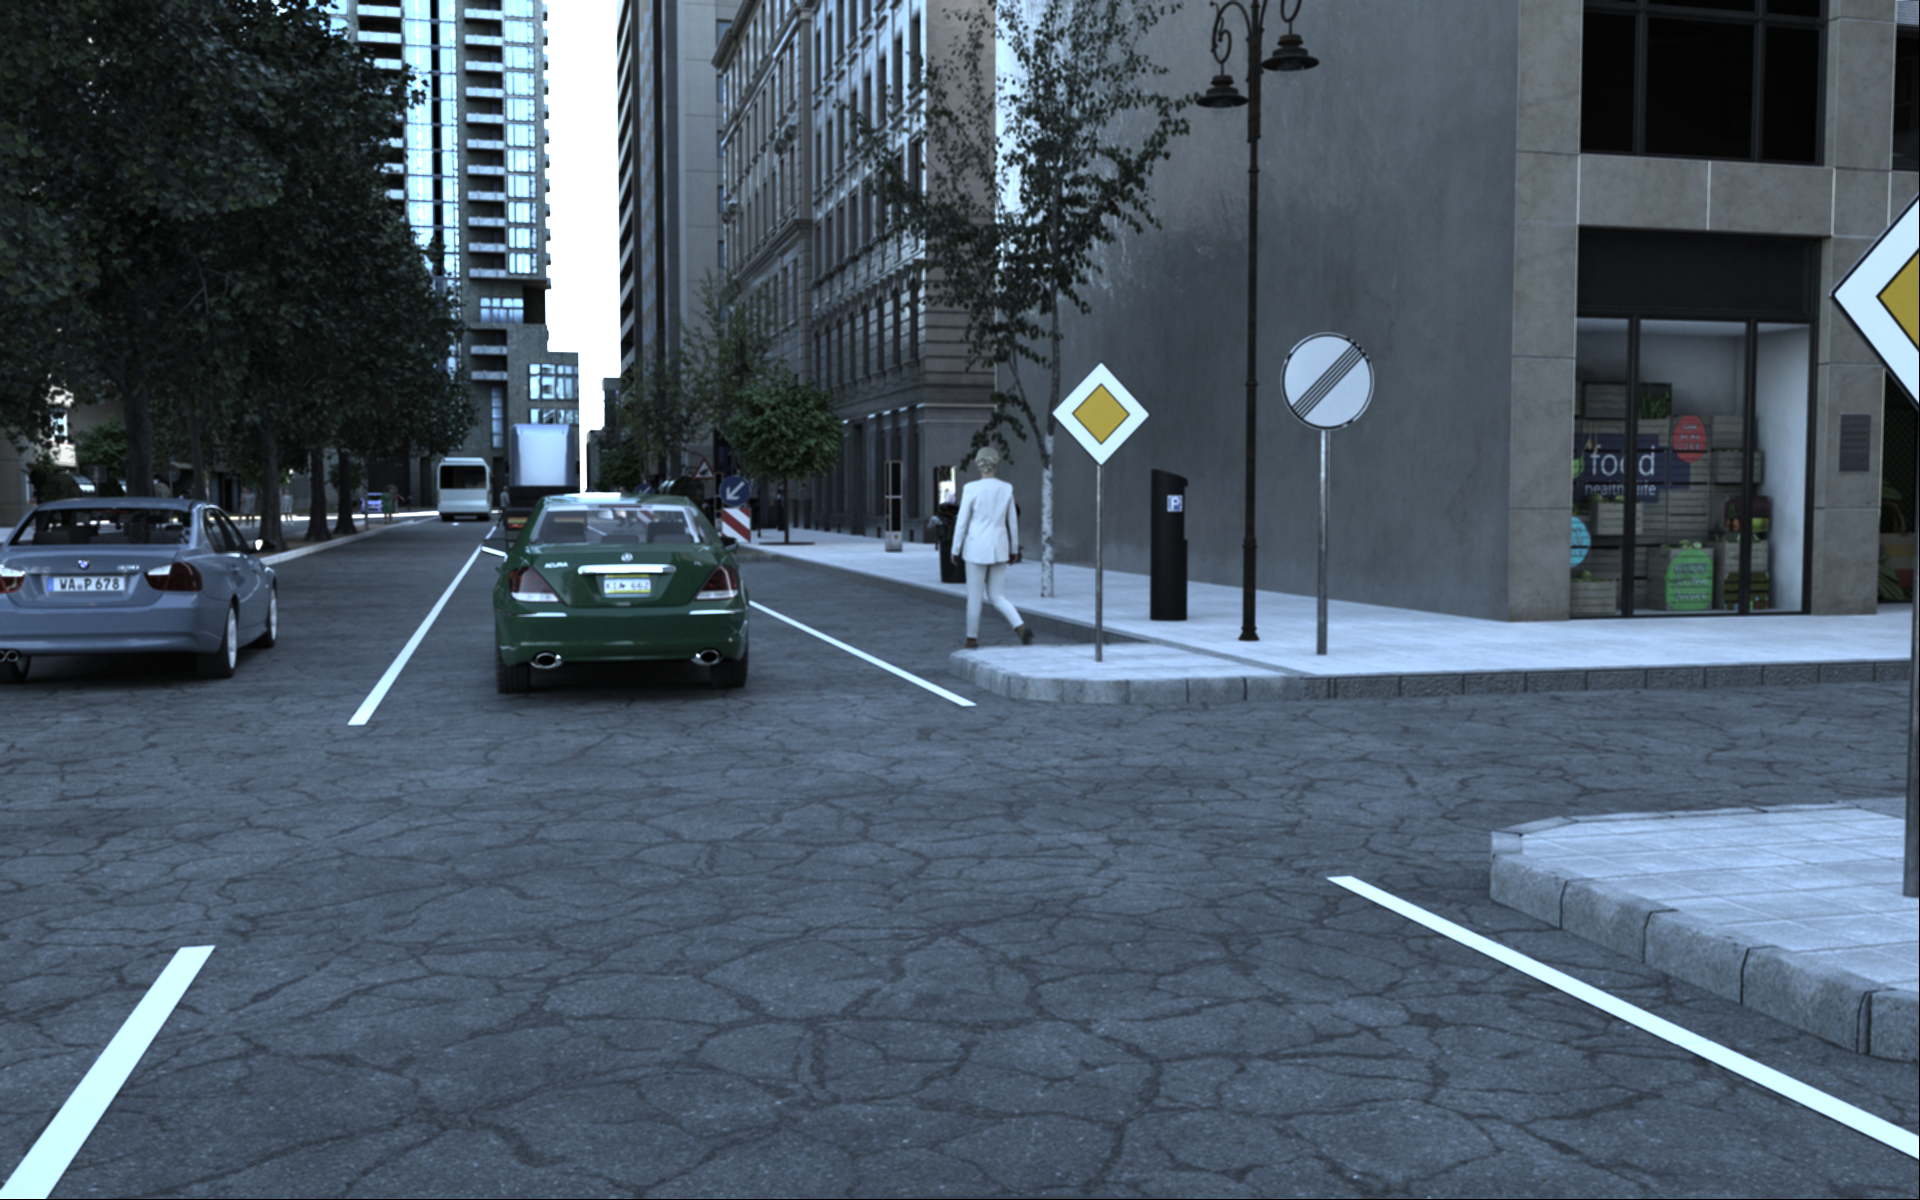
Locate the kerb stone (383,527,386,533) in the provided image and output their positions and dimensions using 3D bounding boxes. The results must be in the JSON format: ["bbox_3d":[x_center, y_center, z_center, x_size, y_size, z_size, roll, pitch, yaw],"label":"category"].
[{"bbox_3d":[-21.322,-2.535,63.699,0.120,0.150,1.000,-1,4,-14],"label":"kerb stone"}]

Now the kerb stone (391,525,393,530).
[{"bbox_3d":[-22.332,-2.781,67.663,0.120,0.150,1.000,-1,4,-14],"label":"kerb stone"}]

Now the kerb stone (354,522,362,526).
[{"bbox_3d":[-27.179,-3.420,78.126,0.120,0.150,1.000,-1,4,-14],"label":"kerb stone"}]

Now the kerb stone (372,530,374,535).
[{"bbox_3d":[-20.054,-2.235,58.736,0.120,0.150,1.000,-1,4,-14],"label":"kerb stone"}]

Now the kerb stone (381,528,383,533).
[{"bbox_3d":[-21.074,-2.478,62.707,0.120,0.150,1.000,-1,4,-14],"label":"kerb stone"}]

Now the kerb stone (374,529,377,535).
[{"bbox_3d":[-20.309,-2.296,59.734,0.120,0.150,1.000,-1,4,-14],"label":"kerb stone"}]

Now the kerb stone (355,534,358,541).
[{"bbox_3d":[-18.532,-1.870,52.764,0.120,0.150,1.000,-1,4,-14],"label":"kerb stone"}]

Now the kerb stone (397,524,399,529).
[{"bbox_3d":[-23.103,-2.963,70.660,0.120,0.150,1.000,-1,4,-14],"label":"kerb stone"}]

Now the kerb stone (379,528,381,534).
[{"bbox_3d":[-20.818,-2.417,61.717,0.120,0.150,1.000,-1,4,-14],"label":"kerb stone"}]

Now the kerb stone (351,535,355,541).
[{"bbox_3d":[-18.277,-1.809,51.773,0.120,0.150,1.000,-1,4,-14],"label":"kerb stone"}]

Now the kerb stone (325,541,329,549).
[{"bbox_3d":[-16.512,-1.381,44.824,0.120,0.150,1.000,-1,4,-14],"label":"kerb stone"}]

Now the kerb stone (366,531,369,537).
[{"bbox_3d":[-19.551,-2.112,56.742,0.120,0.150,1.000,-1,4,-14],"label":"kerb stone"}]

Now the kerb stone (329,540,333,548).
[{"bbox_3d":[-16.767,-1.444,45.814,0.120,0.150,1.000,-1,4,-14],"label":"kerb stone"}]

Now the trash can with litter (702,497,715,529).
[{"bbox_3d":[-8.735,-2.989,60.257,0.624,1.170,1.055,-1,4,-17],"label":"trash can with litter"}]

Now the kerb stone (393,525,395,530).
[{"bbox_3d":[-22.595,-2.842,68.658,0.120,0.150,1.000,-1,4,-14],"label":"kerb stone"}]

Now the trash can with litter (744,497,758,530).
[{"bbox_3d":[-7.510,-3.049,61.239,0.624,1.170,1.055,-2,4,-25],"label":"trash can with litter"}]

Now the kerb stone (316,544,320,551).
[{"bbox_3d":[-16.002,-1.261,42.835,0.120,0.150,1.000,-1,4,-14],"label":"kerb stone"}]

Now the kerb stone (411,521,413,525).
[{"bbox_3d":[-25.377,-3.511,79.618,0.120,0.150,1.000,-1,4,-14],"label":"kerb stone"}]

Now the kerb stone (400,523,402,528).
[{"bbox_3d":[-23.604,-3.081,72.643,0.120,0.150,1.000,-1,4,-14],"label":"kerb stone"}]

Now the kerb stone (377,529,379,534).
[{"bbox_3d":[-20.565,-2.357,60.726,0.120,0.150,1.000,-1,4,-14],"label":"kerb stone"}]

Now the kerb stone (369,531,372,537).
[{"bbox_3d":[-19.806,-2.174,57.743,0.120,0.150,1.000,-1,4,-14],"label":"kerb stone"}]

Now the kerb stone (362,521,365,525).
[{"bbox_3d":[-27.425,-3.482,79.122,0.120,0.150,1.000,-1,4,-14],"label":"kerb stone"}]

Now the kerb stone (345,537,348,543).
[{"bbox_3d":[-17.773,-1.688,49.791,0.120,0.150,1.000,-1,4,-14],"label":"kerb stone"}]

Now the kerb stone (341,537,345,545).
[{"bbox_3d":[-17.513,-1.625,48.802,0.120,0.150,1.000,-1,4,-14],"label":"kerb stone"}]

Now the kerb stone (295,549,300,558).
[{"bbox_3d":[-14.987,-1.019,38.861,0.120,0.150,1.000,-1,4,-14],"label":"kerb stone"}]

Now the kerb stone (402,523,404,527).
[{"bbox_3d":[-23.856,-3.146,73.634,0.120,0.150,1.000,-1,4,-14],"label":"kerb stone"}]

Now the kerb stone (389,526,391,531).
[{"bbox_3d":[-22.084,-2.720,66.671,0.120,0.150,1.000,-1,4,-14],"label":"kerb stone"}]

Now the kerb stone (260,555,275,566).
[{"bbox_3d":[-13.975,-0.772,34.882,0.120,0.150,1.000,-1,4,-14],"label":"kerb stone"}]

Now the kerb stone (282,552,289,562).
[{"bbox_3d":[-14.474,-0.898,36.872,0.120,0.150,1.000,-1,4,-14],"label":"kerb stone"}]

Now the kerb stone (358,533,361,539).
[{"bbox_3d":[-18.787,-1.930,53.758,0.120,0.150,1.000,-1,4,-14],"label":"kerb stone"}]

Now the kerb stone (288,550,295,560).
[{"bbox_3d":[-14.727,-0.958,37.866,0.120,0.150,1.000,-1,4,-14],"label":"kerb stone"}]

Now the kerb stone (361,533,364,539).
[{"bbox_3d":[-19.036,-1.991,54.750,0.120,0.150,1.000,-1,4,-14],"label":"kerb stone"}]

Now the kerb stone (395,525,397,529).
[{"bbox_3d":[-22.847,-2.894,69.661,0.120,0.150,1.000,-1,4,-14],"label":"kerb stone"}]

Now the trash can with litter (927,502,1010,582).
[{"bbox_3d":[0.089,-0.848,25.255,1.055,1.170,0.624,-3,5,-42],"label":"trash can with litter"}]

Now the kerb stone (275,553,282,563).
[{"bbox_3d":[-14.227,-0.830,35.879,0.120,0.150,1.000,-1,4,-14],"label":"kerb stone"}]

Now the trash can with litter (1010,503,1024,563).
[{"bbox_3d":[0.851,-1.291,32.500,0.624,1.170,1.055,1,4,11],"label":"trash can with litter"}]

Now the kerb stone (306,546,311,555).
[{"bbox_3d":[-15.500,-1.141,40.845,0.120,0.150,1.000,-1,4,-14],"label":"kerb stone"}]

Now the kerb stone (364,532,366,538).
[{"bbox_3d":[-19.294,-2.052,55.739,0.120,0.150,1.000,-1,4,-14],"label":"kerb stone"}]

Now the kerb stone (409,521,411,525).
[{"bbox_3d":[-25.130,-3.451,78.615,0.120,0.150,1.000,-1,4,-14],"label":"kerb stone"}]

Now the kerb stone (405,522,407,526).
[{"bbox_3d":[-24.371,-3.265,75.628,0.120,0.150,1.000,-1,4,-14],"label":"kerb stone"}]

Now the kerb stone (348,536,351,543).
[{"bbox_3d":[-18.031,-1.748,50.781,0.120,0.150,1.000,-1,4,-14],"label":"kerb stone"}]

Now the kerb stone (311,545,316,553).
[{"bbox_3d":[-15.744,-1.202,41.845,0.120,0.150,1.000,-1,4,-14],"label":"kerb stone"}]

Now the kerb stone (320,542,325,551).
[{"bbox_3d":[-16.248,-1.322,43.836,0.120,0.150,1.000,-1,4,-14],"label":"kerb stone"}]

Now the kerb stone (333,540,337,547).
[{"bbox_3d":[-17.018,-1.505,46.807,0.120,0.150,1.000,-1,4,-14],"label":"kerb stone"}]

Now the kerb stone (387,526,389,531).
[{"bbox_3d":[-21.832,-2.659,65.679,0.120,0.150,1.000,-1,4,-14],"label":"kerb stone"}]

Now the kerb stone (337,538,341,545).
[{"bbox_3d":[-17.273,-1.567,47.808,0.120,0.150,1.000,-1,4,-14],"label":"kerb stone"}]

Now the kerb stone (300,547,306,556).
[{"bbox_3d":[-15.238,-1.080,39.857,0.120,0.150,1.000,-1,4,-14],"label":"kerb stone"}]
